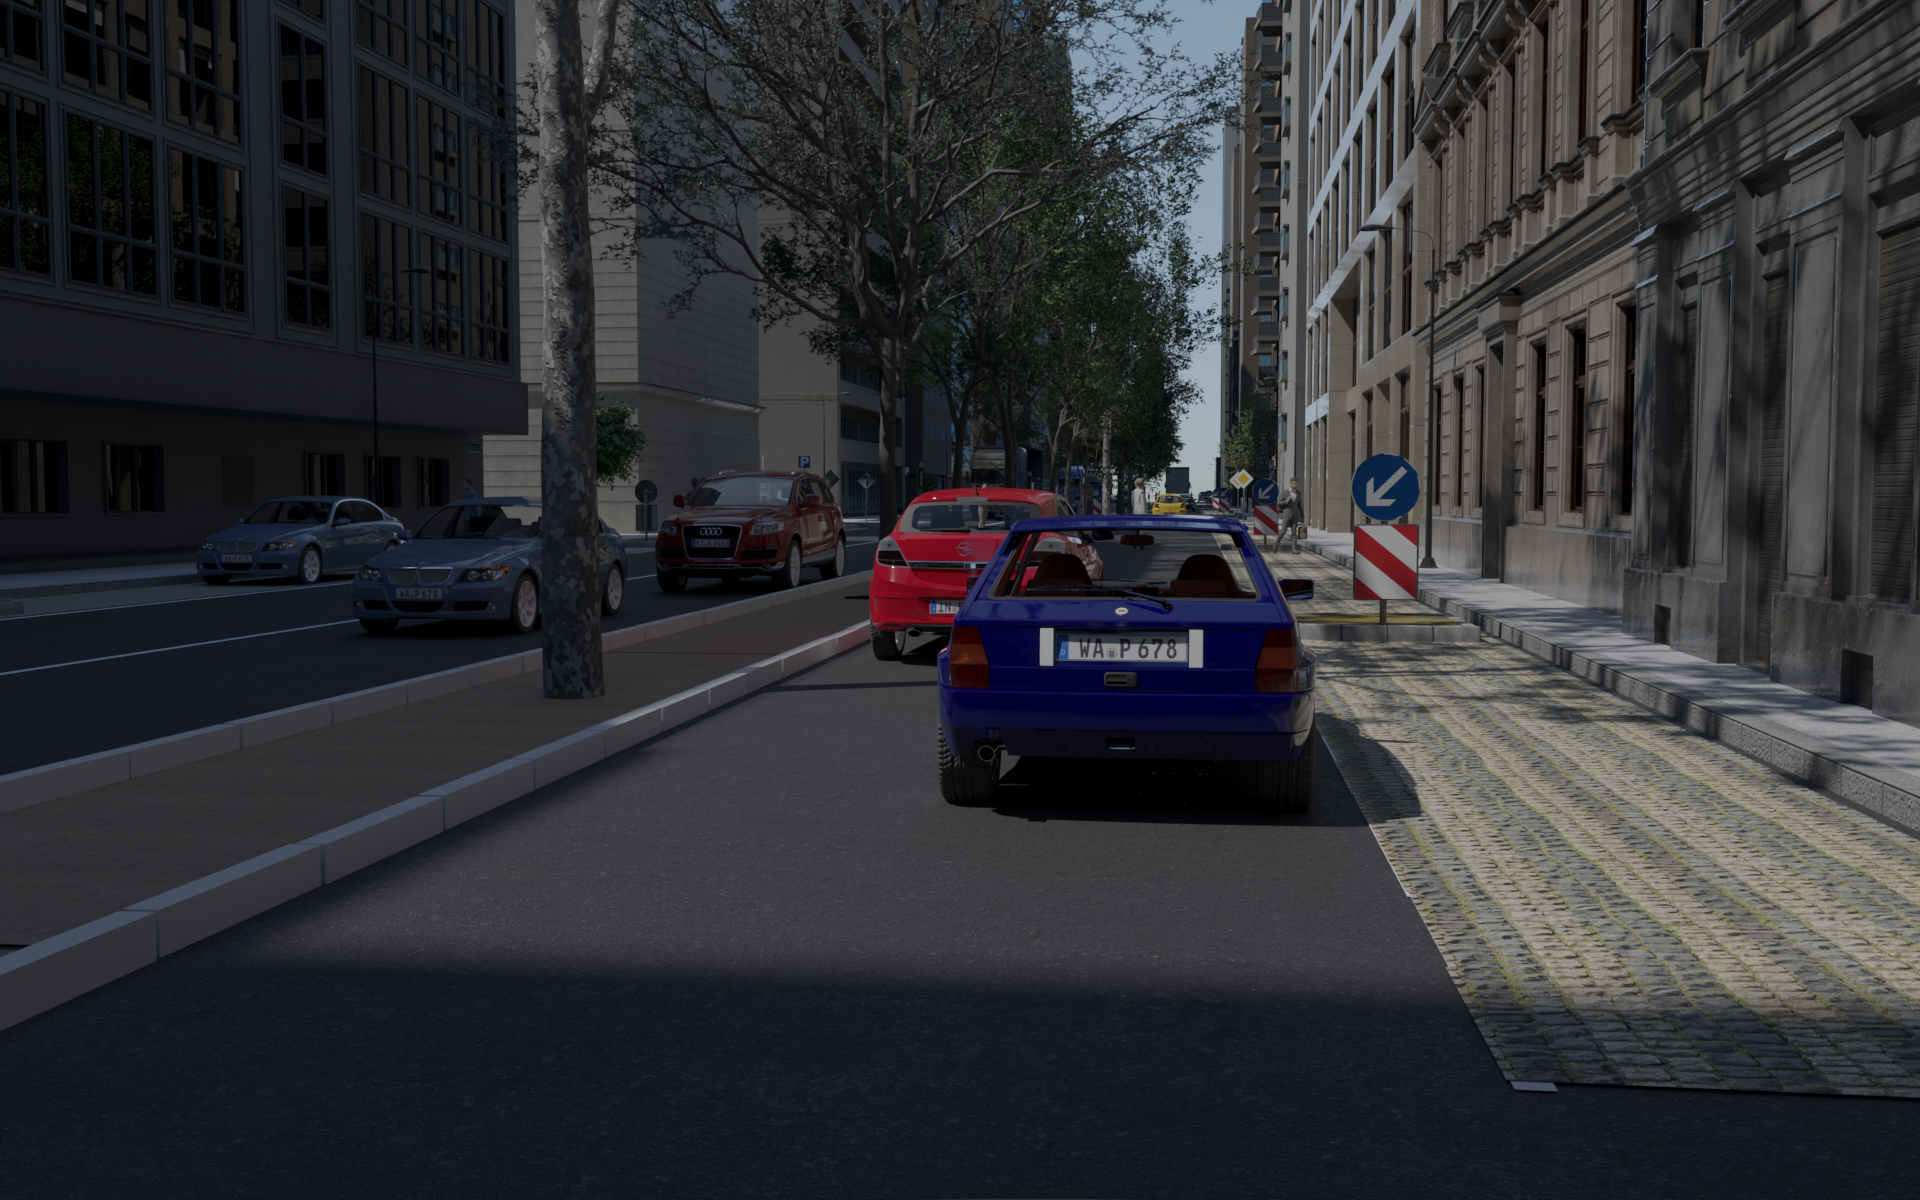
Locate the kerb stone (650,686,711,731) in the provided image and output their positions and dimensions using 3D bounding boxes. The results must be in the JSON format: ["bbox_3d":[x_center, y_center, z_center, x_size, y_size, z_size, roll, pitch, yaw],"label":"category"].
[{"bbox_3d":[-1.783,0.691,10.938,0.120,0.150,1.000,0,4,8],"label":"kerb stone"}]

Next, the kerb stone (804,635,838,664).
[{"bbox_3d":[-1.236,0.439,15.018,0.120,0.150,1.000,0,4,8],"label":"kerb stone"}]

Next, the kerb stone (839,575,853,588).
[{"bbox_3d":[-1.823,-0.261,26.462,0.120,0.150,1.000,0,4,8],"label":"kerb stone"}]

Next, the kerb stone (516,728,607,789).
[{"bbox_3d":[-2.052,0.813,8.898,0.120,0.150,1.000,0,4,8],"label":"kerb stone"}]

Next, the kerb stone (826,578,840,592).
[{"bbox_3d":[-1.960,-0.199,25.445,0.120,0.150,1.000,0,4,8],"label":"kerb stone"}]

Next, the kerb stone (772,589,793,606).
[{"bbox_3d":[-2.368,-0.012,22.388,0.120,0.150,1.000,0,4,8],"label":"kerb stone"}]

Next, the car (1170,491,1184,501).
[{"bbox_3d":[15.841,-7.337,130.183,2.015,1.641,3.980,0,4,8],"label":"car"}]

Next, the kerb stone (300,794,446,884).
[{"bbox_3d":[-2.319,0.940,6.862,0.120,0.150,1.000,0,4,8],"label":"kerb stone"}]

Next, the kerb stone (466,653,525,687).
[{"bbox_3d":[-3.596,0.548,13.237,0.120,0.150,1.000,0,4,8],"label":"kerb stone"}]

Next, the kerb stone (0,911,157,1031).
[{"bbox_3d":[-2.592,1.062,4.827,0.120,0.150,1.000,0,4,8],"label":"kerb stone"}]

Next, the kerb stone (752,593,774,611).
[{"bbox_3d":[-2.509,0.053,21.376,0.120,0.150,1.000,0,4,8],"label":"kerb stone"}]

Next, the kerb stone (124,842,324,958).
[{"bbox_3d":[-2.463,1.000,5.848,0.120,0.150,1.000,0,4,8],"label":"kerb stone"}]

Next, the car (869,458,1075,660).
[{"bbox_3d":[0.353,-0.447,16.346,2.155,1.783,4.494,1,4,8],"label":"car"}]

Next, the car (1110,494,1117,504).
[{"bbox_3d":[22.452,-14.856,254.890,2.014,1.417,4.499,0,4,7],"label":"car"}]

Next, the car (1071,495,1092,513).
[{"bbox_3d":[9.506,-7.386,132.766,2.014,1.417,4.499,1,4,8],"label":"car"}]

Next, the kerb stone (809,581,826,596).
[{"bbox_3d":[-2.093,-0.137,24.429,0.120,0.150,1.000,0,4,8],"label":"kerb stone"}]

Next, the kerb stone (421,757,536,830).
[{"bbox_3d":[-2.187,0.875,7.882,0.120,0.150,1.000,0,4,8],"label":"kerb stone"}]

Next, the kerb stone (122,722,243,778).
[{"bbox_3d":[-4.139,0.799,9.163,0.120,0.150,1.000,0,4,8],"label":"kerb stone"}]

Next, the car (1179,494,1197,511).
[{"bbox_3d":[18.833,-8.169,145.353,2.131,1.459,4.920,0,4,8],"label":"car"}]

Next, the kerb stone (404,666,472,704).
[{"bbox_3d":[-3.724,0.610,12.219,0.120,0.150,1.000,0,4,8],"label":"kerb stone"}]

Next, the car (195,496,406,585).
[{"bbox_3d":[-10.819,-1.024,28.741,2.014,1.417,4.499,0,4,8],"label":"car"}]

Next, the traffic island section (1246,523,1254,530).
[{"bbox_3d":[12.386,-3.354,77.113,2.009,0.180,2.903,0,4,8],"label":"traffic island section"}]

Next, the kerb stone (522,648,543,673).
[{"bbox_3d":[-3.454,0.486,14.252,0.120,0.150,1.000,0,4,8],"label":"kerb stone"}]

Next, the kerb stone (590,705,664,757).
[{"bbox_3d":[-1.920,0.751,9.918,0.120,0.150,1.000,0,4,8],"label":"kerb stone"}]

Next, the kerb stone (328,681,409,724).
[{"bbox_3d":[-3.861,0.673,11.199,0.120,0.150,1.000,0,4,8],"label":"kerb stone"}]

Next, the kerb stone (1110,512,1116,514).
[{"bbox_3d":[10.712,-6.012,120.490,0.120,0.150,1.000,0,4,8],"label":"kerb stone"}]

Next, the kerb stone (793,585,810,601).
[{"bbox_3d":[-2.237,-0.071,23.416,0.120,0.150,1.000,0,4,8],"label":"kerb stone"}]

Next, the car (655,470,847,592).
[{"bbox_3d":[-3.150,-1.118,26.954,2.281,1.827,5.304,0,4,8],"label":"car"}]

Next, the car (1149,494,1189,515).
[{"bbox_3d":[10.747,-4.817,88.979,2.015,1.641,3.980,0,4,6],"label":"car"}]

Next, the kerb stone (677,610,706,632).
[{"bbox_3d":[-2.913,0.237,18.327,0.120,0.150,1.000,0,4,8],"label":"kerb stone"}]

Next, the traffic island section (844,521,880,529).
[{"bbox_3d":[-4.307,-3.490,79.335,2.009,0.180,2.903,0,4,8],"label":"traffic island section"}]

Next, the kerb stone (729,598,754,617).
[{"bbox_3d":[-2.639,0.112,20.362,0.120,0.150,1.000,0,4,8],"label":"kerb stone"}]

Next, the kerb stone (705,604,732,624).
[{"bbox_3d":[-2.768,0.178,19.348,0.120,0.150,1.000,0,4,8],"label":"kerb stone"}]

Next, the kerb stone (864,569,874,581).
[{"bbox_3d":[-1.561,-0.385,28.490,0.120,0.150,1.000,0,4,8],"label":"kerb stone"}]

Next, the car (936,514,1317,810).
[{"bbox_3d":[0.938,0.202,9.284,1.945,1.354,3.894,0,4,8],"label":"car"}]

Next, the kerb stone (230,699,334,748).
[{"bbox_3d":[-4.000,0.735,10.186,0.120,0.150,1.000,0,4,8],"label":"kerb stone"}]

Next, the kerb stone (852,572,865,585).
[{"bbox_3d":[-1.696,-0.318,27.477,0.120,0.150,1.000,0,4,8],"label":"kerb stone"}]

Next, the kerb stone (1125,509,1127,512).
[{"bbox_3d":[14.506,-7.752,148.932,0.120,0.150,1.000,0,4,8],"label":"kerb stone"}]

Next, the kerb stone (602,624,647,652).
[{"bbox_3d":[-3.182,0.364,16.293,0.120,0.150,1.000,0,4,8],"label":"kerb stone"}]

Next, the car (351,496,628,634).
[{"bbox_3d":[-5.088,-0.447,19.316,2.014,1.417,4.499,0,4,7],"label":"car"}]

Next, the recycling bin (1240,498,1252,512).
[{"bbox_3d":[20.184,-6.698,122.061,0.722,1.027,0.722,0,4,-1],"label":"recycling bin"}]

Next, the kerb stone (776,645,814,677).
[{"bbox_3d":[-1.369,0.501,14.003,0.120,0.150,1.000,0,4,8],"label":"kerb stone"}]

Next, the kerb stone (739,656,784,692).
[{"bbox_3d":[-1.513,0.564,12.979,0.120,0.150,1.000,0,4,8],"label":"kerb stone"}]

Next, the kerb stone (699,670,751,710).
[{"bbox_3d":[-1.648,0.628,11.966,0.120,0.150,1.000,0,4,8],"label":"kerb stone"}]

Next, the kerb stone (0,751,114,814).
[{"bbox_3d":[-4.269,0.859,8.149,0.120,0.150,1.000,0,4,8],"label":"kerb stone"}]

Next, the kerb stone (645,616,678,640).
[{"bbox_3d":[-3.045,0.299,17.311,0.120,0.150,1.000,0,4,8],"label":"kerb stone"}]
